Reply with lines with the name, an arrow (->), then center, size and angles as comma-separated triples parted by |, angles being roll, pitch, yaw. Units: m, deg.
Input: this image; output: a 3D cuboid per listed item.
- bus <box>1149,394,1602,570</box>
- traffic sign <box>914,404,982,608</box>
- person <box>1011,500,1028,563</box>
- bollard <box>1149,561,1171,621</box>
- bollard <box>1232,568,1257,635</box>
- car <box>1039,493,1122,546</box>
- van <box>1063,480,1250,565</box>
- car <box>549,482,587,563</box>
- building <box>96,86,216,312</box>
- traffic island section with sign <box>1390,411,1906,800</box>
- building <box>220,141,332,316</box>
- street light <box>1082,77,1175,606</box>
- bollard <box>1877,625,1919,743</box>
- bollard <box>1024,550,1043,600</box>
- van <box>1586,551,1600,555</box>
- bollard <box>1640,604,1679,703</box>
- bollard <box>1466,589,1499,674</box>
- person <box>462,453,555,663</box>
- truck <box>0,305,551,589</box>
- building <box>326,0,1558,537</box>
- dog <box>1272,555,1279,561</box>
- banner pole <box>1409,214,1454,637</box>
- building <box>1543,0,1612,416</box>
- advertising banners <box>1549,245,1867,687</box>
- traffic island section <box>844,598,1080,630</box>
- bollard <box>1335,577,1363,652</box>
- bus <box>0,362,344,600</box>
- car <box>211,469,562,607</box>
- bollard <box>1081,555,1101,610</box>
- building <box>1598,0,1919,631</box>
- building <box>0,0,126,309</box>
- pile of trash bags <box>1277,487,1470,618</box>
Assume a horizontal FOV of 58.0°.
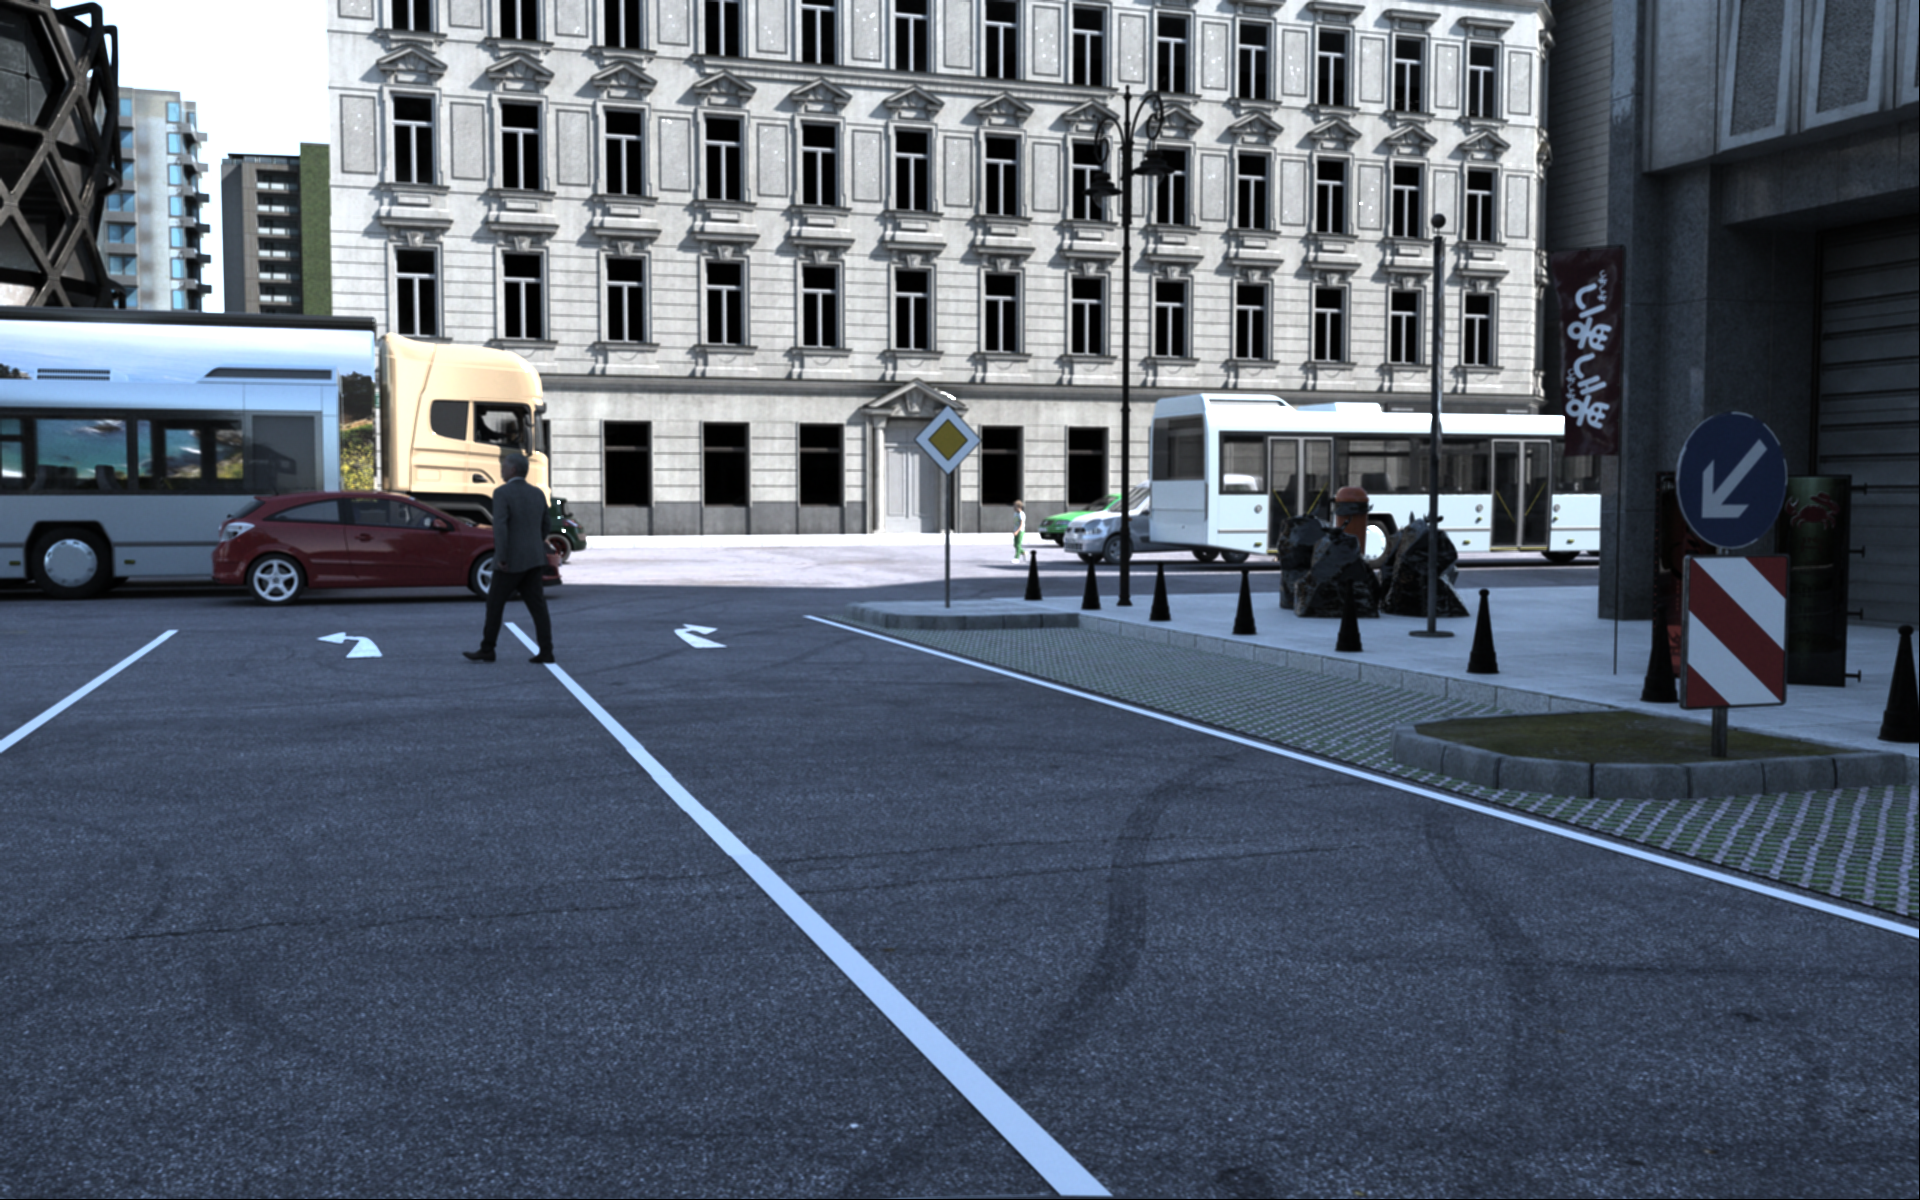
bus -> 10.387, -2.440, 34.762 | 13.247, 3.499, 2.948 | -1, 4, -18
traffic sign -> -0.144, -0.969, 19.478 | 0.795, 2.450, 0.064 | -1, 4, -19
person -> 1.257, -1.443, 36.335 | 0.306, 1.304, 0.590 | 3, 4, 39
bollard -> 2.034, -0.094, 17.579 | 0.229, 0.601, 0.229 | 0, 3, 0
bollard -> 2.610, 0.011, 15.866 | 0.229, 0.601, 0.229 | 0, 3, 0
car -> 4.448, -2.360, 47.389 | 4.718, 1.807, 1.959 | -1, 4, -19
van -> 4.193, -1.772, 35.991 | 4.112, 2.044, 2.013 | -1, 4, -17
car -> -9.763, -1.561, 35.308 | 4.222, 1.686, 2.009 | -1, 4, -20
building -> -102.667, -35.529, 200.501 | 30.456, 49.044, 23.786 | -1, 4, -19
traffic island section with sign -> 3.385, -0.027, 9.063 | 1.989, 1.847, 2.006 | -1, 4, -19
building -> -78.452, -31.766, 202.970 | 14.086, 41.232, 14.154 | -1, 4, -19
street light -> 1.893, -2.872, 19.743 | 0.468, 5.910, 1.993 | -1, 4, -19
bollard -> 4.913, 0.430, 9.013 | 0.229, 0.601, 0.229 | 0, 3, 0
bollard -> 0.890, -0.303, 20.992 | 0.229, 0.601, 0.229 | 0, 3, 0
van -> 16.370, -2.038, 40.340 | 4.112, 2.044, 2.013 | -1, 4, -20
bollard -> 4.338, 0.325, 10.721 | 0.229, 0.601, 0.229 | 0, 3, 0
bollard -> 3.760, 0.220, 12.441 | 0.229, 0.601, 0.229 | 0, 3, 0
person -> -3.816, -0.355, 14.708 | 0.834, 1.777, 0.661 | 1, 4, 23
truck -> -11.760, -2.383, 27.881 | 11.283, 4.237, 2.839 | -1, 4, -19
building -> -0.136, -17.544, 63.261 | 44.131, 29.872, 17.030 | -1, 4, -19
dog -> 6.967, -1.236, 37.046 | 0.800, 0.831, 0.513 | -2, 4, -29
banner pole -> 4.231, -1.549, 15.346 | 0.401, 3.779, 0.863 | 1, 4, 10
building -> 35.935, -18.056, 72.714 | 29.804, 29.767, 11.434 | -1, 4, -19
advertising banners -> 5.087, -0.963, 11.936 | 2.074, 3.025, 0.090 | 2, 4, 34
traffic island section -> -0.124, 0.166, 19.562 | 2.009, 0.180, 2.903 | -1, 4, -19
bollard -> 3.184, 0.115, 14.159 | 0.229, 0.601, 0.229 | 0, 3, 0
bus -> -15.362, -1.745, 23.398 | 13.247, 3.499, 2.948 | -1, 4, -18
car -> -7.654, -0.874, 23.327 | 4.494, 1.783, 2.155 | -1, 4, -20
bollard -> 1.462, -0.198, 19.284 | 0.229, 0.601, 0.229 | 0, 3, 0
building -> 15.441, -11.719, 9.627 | 12.078, 24.808, 19.932 | -1, 4, -19
building -> -34.314, -11.294, 52.108 | 16.811, 18.784, 16.820 | -1, 4, -19
pile of trash bags -> 4.526, -0.595, 19.485 | 1.912, 1.369, 3.447 | 0, 4, 6
